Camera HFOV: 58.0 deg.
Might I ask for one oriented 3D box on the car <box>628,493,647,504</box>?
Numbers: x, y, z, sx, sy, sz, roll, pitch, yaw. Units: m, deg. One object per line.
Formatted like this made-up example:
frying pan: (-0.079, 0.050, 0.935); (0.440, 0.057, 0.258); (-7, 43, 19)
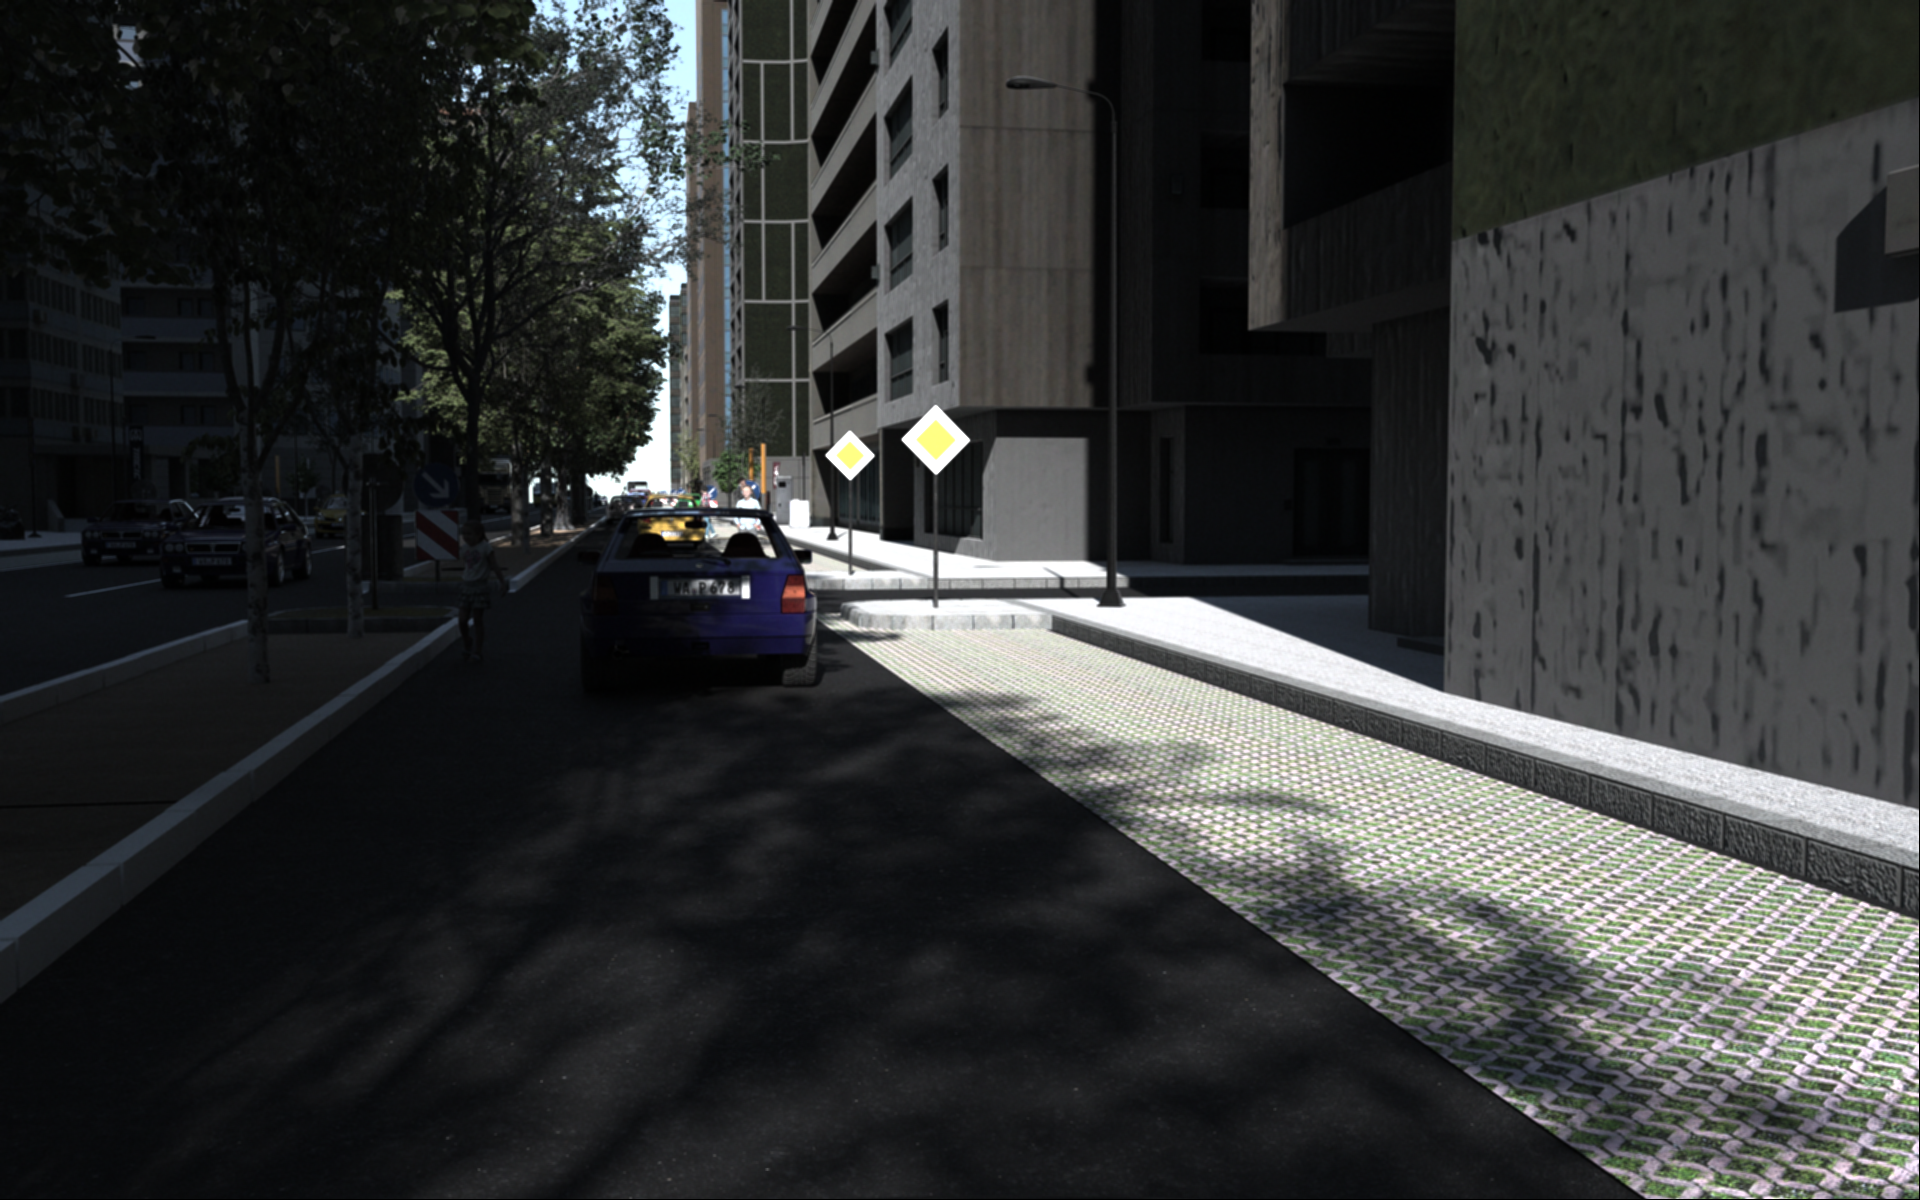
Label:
car: (-21.848, -6.563, 116.889); (1.945, 1.707, 3.694); (-1, 4, -11)

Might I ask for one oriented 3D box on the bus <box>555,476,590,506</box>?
bus: (-37.426, -10.585, 167.919); (2.948, 3.499, 13.247); (-1, 4, -10)

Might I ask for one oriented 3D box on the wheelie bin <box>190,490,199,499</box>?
wheelie bin: (-41.573, -5.281, 94.250); (0.693, 1.594, 0.980); (-3, 4, -37)

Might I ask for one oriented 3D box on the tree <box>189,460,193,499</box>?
tree: (-37.775, -5.552, 85.383); (1.663, 3.219, 1.824); (0, 3, 0)

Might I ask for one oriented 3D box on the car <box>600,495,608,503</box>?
car: (-50.794, -14.232, 245.277); (1.945, 1.354, 3.894); (-1, 4, -12)

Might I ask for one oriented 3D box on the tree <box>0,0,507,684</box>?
tree: (-5.227, -3.655, 12.572); (4.360, 8.622, 3.978); (0, 3, 0)

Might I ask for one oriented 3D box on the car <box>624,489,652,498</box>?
car: (-23.143, -7.134, 125.309); (2.281, 1.827, 5.304); (-1, 4, -11)

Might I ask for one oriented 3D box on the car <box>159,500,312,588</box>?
car: (-11.575, -0.931, 27.799); (1.945, 1.354, 3.894); (-1, 4, -11)

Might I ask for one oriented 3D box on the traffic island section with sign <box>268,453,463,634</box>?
traffic island section with sign: (-6.412, -0.643, 18.656); (2.006, 1.907, 1.989); (-1, 4, -10)

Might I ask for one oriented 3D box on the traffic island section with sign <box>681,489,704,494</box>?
traffic island section with sign: (-11.150, -4.143, 76.364); (1.989, 1.847, 2.006); (-1, 4, -10)

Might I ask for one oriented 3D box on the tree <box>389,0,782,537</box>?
tree: (-12.526, -12.148, 56.961); (12.611, 20.169, 13.585); (0, 3, 0)

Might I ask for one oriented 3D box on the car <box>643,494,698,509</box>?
car: (-7.559, -2.140, 45.218); (2.015, 1.641, 3.980); (-1, 4, -11)

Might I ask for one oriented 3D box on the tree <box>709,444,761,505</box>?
tree: (-13.920, -7.622, 108.339); (4.285, 4.588, 4.351); (0, 3, 0)

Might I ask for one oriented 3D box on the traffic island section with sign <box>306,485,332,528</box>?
traffic island section with sign: (-26.897, -3.947, 73.155); (1.989, 1.847, 2.006); (-1, 4, -10)

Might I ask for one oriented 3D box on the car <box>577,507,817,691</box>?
car: (-2.136, -0.090, 14.059); (1.945, 1.354, 3.894); (-1, 4, -9)

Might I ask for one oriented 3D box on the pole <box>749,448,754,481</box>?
pole: (-9.259, -5.084, 76.964); (0.158, 3.312, 0.155); (0, 3, 0)

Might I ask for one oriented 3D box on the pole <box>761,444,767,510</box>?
pole: (-7.933, -4.659, 70.018); (0.158, 3.312, 0.155); (0, 3, 0)

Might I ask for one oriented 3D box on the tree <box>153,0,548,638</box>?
tree: (-6.071, -3.934, 17.135); (4.737, 8.622, 4.395); (0, 3, 0)

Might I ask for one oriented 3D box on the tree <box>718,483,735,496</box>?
tree: (-15.232, -7.242, 113.014); (1.663, 3.219, 1.824); (0, 3, 0)

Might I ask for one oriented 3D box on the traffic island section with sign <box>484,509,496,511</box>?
traffic island section with sign: (-41.063, -8.604, 149.307); (1.989, 1.847, 2.006); (-1, 4, -10)

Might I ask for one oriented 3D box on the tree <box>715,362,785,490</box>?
tree: (-11.961, -8.988, 97.309); (4.360, 8.622, 3.978); (0, 3, 0)

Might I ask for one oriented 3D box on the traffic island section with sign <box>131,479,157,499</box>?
traffic island section with sign: (-21.926, -2.308, 46.367); (1.989, 1.847, 2.006); (-1, 4, -10)

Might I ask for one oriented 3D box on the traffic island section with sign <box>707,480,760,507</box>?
traffic island section with sign: (-6.227, -2.522, 49.860); (1.989, 1.847, 2.006); (-1, 4, -10)

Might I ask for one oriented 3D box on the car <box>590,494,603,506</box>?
car: (-44.257, -12.228, 209.716); (2.009, 1.686, 4.222); (-1, 4, -10)

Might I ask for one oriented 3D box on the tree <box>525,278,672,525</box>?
tree: (-17.427, -10.350, 78.327); (9.857, 13.997, 8.962); (0, 3, 0)

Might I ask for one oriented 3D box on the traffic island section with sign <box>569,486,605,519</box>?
traffic island section with sign: (-21.496, -5.607, 99.817); (2.006, 1.907, 1.989); (-1, 4, -10)

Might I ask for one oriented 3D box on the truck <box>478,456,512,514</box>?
truck: (-34.235, -8.536, 128.480); (2.839, 4.237, 11.283); (-1, 4, -11)

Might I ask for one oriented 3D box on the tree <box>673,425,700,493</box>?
tree: (-28.357, -14.273, 183.723); (4.737, 8.622, 4.395); (0, 3, 0)

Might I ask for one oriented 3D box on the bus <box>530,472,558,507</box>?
bus: (-45.558, -12.222, 191.375); (2.896, 3.916, 12.252); (-1, 4, -10)

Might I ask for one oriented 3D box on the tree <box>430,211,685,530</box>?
tree: (-15.676, -9.086, 68.021); (9.611, 12.733, 9.660); (0, 3, 0)

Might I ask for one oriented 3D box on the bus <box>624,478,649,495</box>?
bus: (-38.045, -12.784, 203.873); (2.948, 3.499, 13.247); (-1, 4, -11)

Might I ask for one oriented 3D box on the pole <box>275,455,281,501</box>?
pole: (-35.942, -5.960, 91.290); (0.158, 3.312, 0.155); (0, 3, 0)

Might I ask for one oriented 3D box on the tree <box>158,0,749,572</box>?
tree: (-9.134, -7.297, 32.129); (12.009, 13.543, 11.850); (0, 3, 0)

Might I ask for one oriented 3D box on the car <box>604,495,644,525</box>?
car: (-15.931, -4.301, 82.689); (2.083, 1.381, 4.827); (-1, 4, -10)

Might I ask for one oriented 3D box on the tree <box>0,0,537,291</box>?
tree: (-4.166, -5.225, 6.010); (7.486, 12.596, 7.792); (0, 3, 0)

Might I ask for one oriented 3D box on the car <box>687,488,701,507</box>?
car: (-17.550, -6.334, 112.357); (1.959, 1.807, 4.718); (-1, 4, -12)

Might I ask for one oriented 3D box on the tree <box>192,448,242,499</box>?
tree: (-28.020, -4.361, 65.908); (1.663, 3.219, 1.824); (0, 3, 0)

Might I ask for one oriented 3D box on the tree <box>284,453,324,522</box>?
tree: (-30.822, -5.289, 81.070); (1.663, 3.219, 1.824); (0, 3, 0)

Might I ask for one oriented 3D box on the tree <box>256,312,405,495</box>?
tree: (-31.858, -9.348, 87.252); (8.767, 10.594, 7.601); (0, 4, 5)

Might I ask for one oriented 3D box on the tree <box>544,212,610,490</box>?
tree: (-10.188, -5.362, 40.493); (4.360, 8.622, 3.978); (0, 3, 0)

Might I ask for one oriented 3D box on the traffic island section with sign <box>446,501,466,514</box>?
traffic island section with sign: (-36.131, -6.983, 122.805); (1.989, 1.847, 2.006); (-1, 4, -10)

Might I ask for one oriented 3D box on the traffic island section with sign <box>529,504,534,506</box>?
traffic island section with sign: (-56.018, -13.527, 229.787); (1.989, 1.847, 2.006); (-1, 4, -10)

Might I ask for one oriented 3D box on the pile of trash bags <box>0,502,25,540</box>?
pile of trash bags: (-28.044, -2.351, 48.189); (3.447, 1.369, 1.912); (-3, 4, -39)

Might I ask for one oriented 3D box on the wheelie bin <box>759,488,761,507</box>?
wheelie bin: (-11.154, -5.386, 95.969); (0.693, 1.594, 0.980); (2, 4, 34)

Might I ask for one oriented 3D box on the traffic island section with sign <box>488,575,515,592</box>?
traffic island section with sign: (-7.756, -1.089, 25.941); (2.006, 1.907, 1.989); (-1, 4, -10)

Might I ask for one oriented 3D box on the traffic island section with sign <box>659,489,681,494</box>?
traffic island section with sign: (-25.256, -8.783, 152.224); (1.989, 1.847, 2.006); (-1, 4, -10)
